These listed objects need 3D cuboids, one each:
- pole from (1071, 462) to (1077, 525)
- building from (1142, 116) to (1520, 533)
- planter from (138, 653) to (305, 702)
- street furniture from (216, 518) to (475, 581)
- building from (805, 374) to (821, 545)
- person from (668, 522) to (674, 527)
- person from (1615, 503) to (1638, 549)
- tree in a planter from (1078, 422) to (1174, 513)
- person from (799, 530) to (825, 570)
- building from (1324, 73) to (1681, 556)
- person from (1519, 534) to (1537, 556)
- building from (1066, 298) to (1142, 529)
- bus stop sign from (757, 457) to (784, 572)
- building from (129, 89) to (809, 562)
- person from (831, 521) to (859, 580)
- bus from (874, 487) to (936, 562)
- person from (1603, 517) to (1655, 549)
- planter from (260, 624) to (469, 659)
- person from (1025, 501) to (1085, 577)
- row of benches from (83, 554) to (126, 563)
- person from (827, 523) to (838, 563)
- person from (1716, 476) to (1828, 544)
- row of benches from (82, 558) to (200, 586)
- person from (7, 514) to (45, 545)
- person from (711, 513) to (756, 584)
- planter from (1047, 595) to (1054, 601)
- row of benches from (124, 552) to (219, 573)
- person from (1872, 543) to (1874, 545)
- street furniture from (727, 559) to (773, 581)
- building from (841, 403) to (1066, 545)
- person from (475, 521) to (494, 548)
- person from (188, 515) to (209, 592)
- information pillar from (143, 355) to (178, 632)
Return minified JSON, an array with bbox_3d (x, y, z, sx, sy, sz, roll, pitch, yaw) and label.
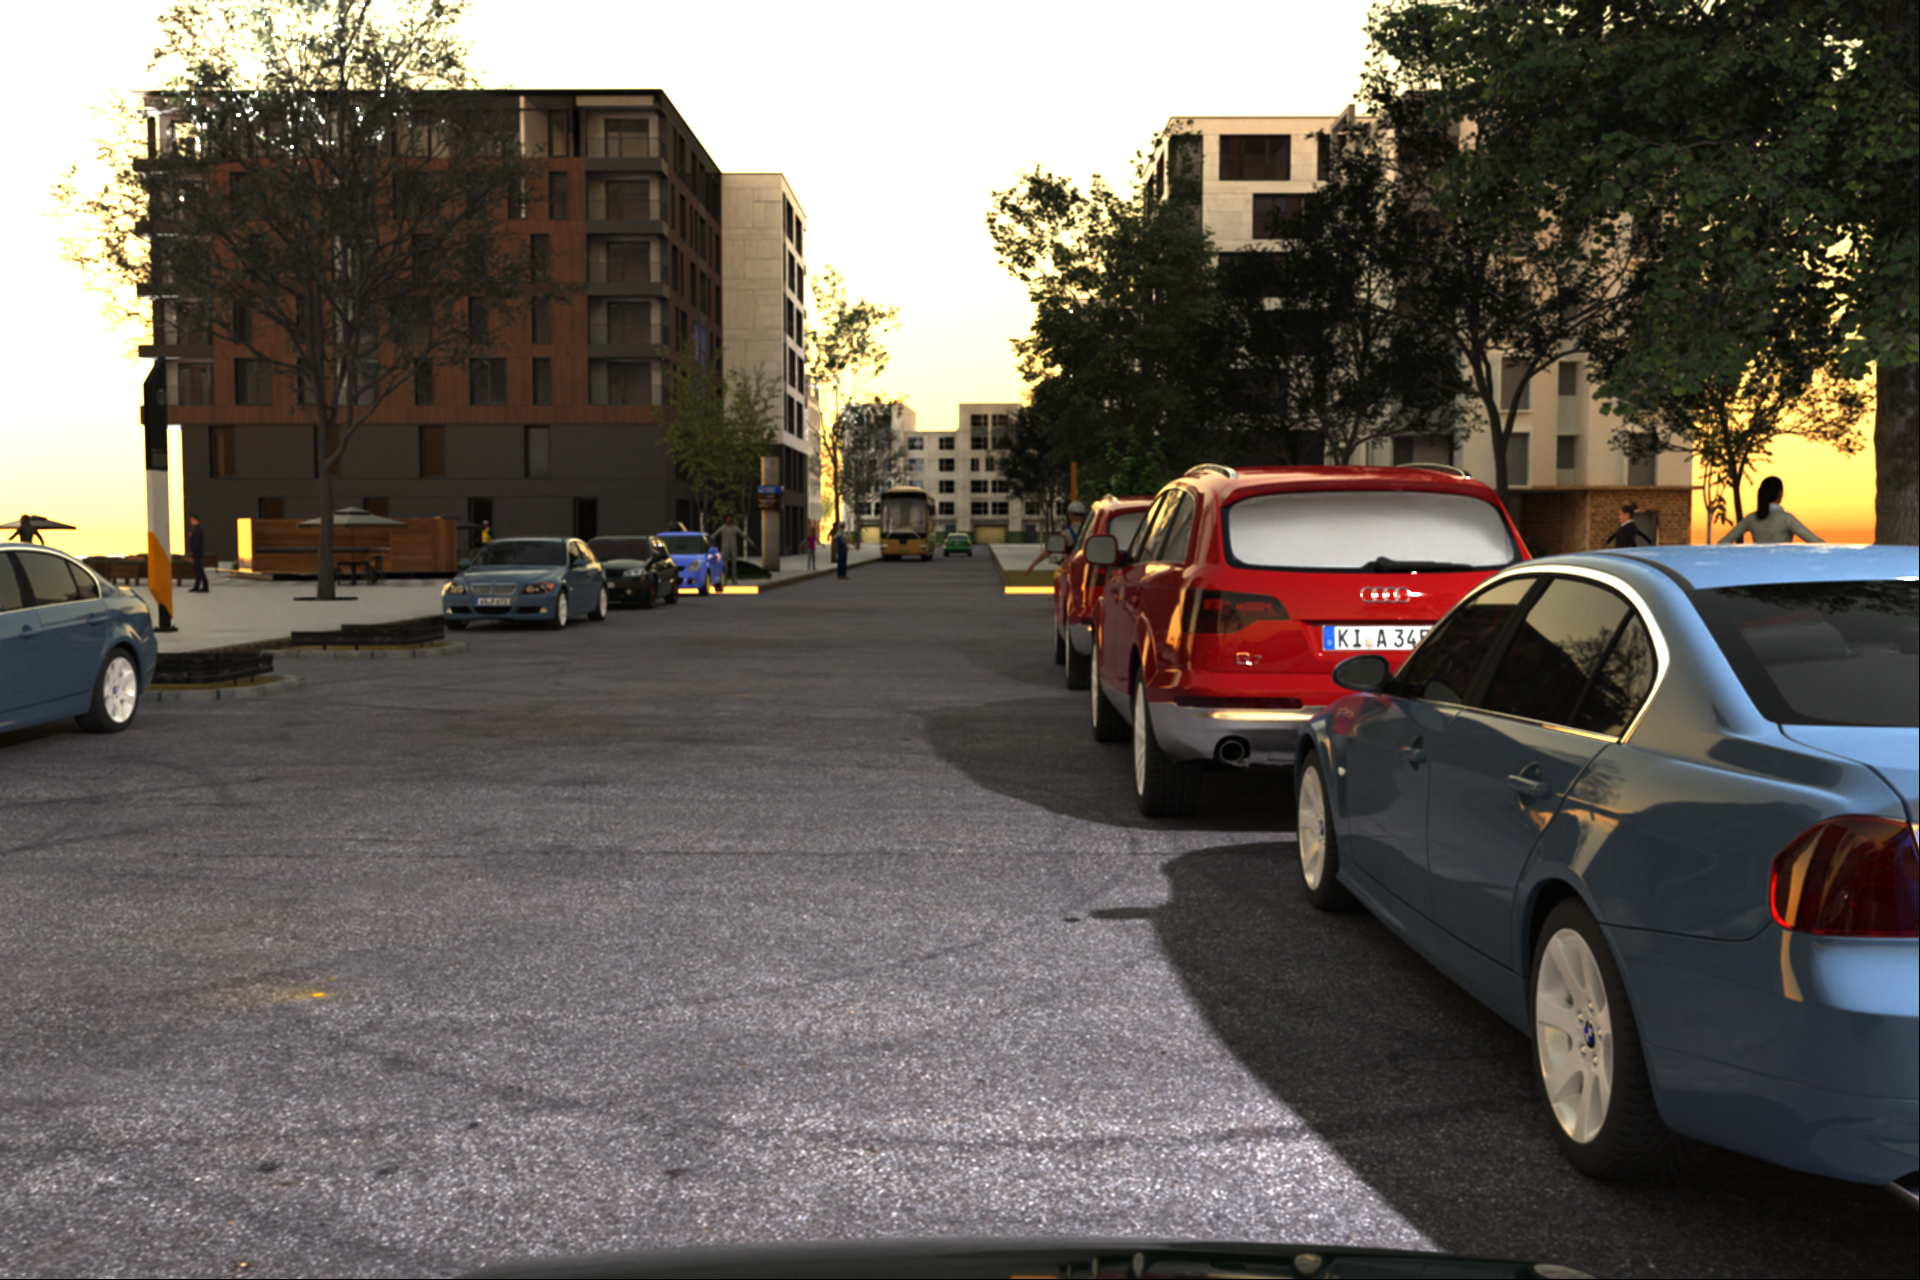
[{"bbox_3d":[3.229,-3.382,49.132,0.158,3.312,0.155,0,3,0],"label":"pole"},{"bbox_3d":[24.326,-15.742,101.356,27.936,21.610,32.646,0,4,0],"label":"building"},{"bbox_3d":[-7.130,0.331,15.729,1.991,0.319,1.994,0,4,1],"label":"planter"},{"bbox_3d":[-17.279,-2.783,52.357,9.812,1.723,11.010,-2,4,-33],"label":"street furniture"},{"bbox_3d":[-22.620,-21.336,205.266,16.016,20.090,11.380,0,4,0],"label":"building"},{"bbox_3d":[-13.029,-4.420,78.394,0.704,1.817,1.347,-3,4,-38],"label":"person"},{"bbox_3d":[9.464,-1.097,24.784,0.445,1.727,0.742,0,4,8],"label":"person"},{"bbox_3d":[2.803,-1.869,27.778,1.991,3.239,1.994,0,4,2],"label":"tree in a planter"},{"bbox_3d":[-5.273,-3.208,61.721,0.991,1.433,0.599,-2,4,-26],"label":"person"},{"bbox_3d":[21.763,-13.528,77.600,16.016,20.090,11.380,0,4,1],"label":"building"},{"bbox_3d":[9.033,-1.360,29.011,1.217,1.736,0.721,2,4,28],"label":"person"},{"bbox_3d":[24.046,-19.703,166.116,27.936,21.610,32.646,0,4,1],"label":"building"},{"bbox_3d":[-6.466,-4.285,59.083,0.837,3.901,0.837,0,4,0],"label":"bus stop sign"},{"bbox_3d":[-24.000,-15.431,96.265,27.936,21.610,32.646,0,4,1],"label":"building"},{"bbox_3d":[-3.698,-2.837,54.703,0.705,1.847,1.347,-3,5,-42],"label":"person"},{"bbox_3d":[-2.770,-6.241,93.582,2.896,3.916,12.252,0,4,1],"label":"bus"},{"bbox_3d":[16.352,-2.177,42.323,1.216,1.740,0.721,2,4,30],"label":"person"},{"bbox_3d":[-7.065,0.014,20.916,1.991,0.319,1.994,0,4,1],"label":"planter"},{"bbox_3d":[1.454,-0.830,21.881,1.347,1.847,0.705,-2,4,-27],"label":"person"},{"bbox_3d":[-27.496,-2.254,52.310,4.104,0.672,1.422,-1,4,-13],"label":"row of benches"},{"bbox_3d":[-5.583,-4.345,77.320,0.705,1.796,1.348,-3,4,-38],"label":"person"},{"bbox_3d":[6.369,-0.410,13.539,0.721,1.735,1.217,-3,5,-40],"label":"person"},{"bbox_3d":[-20.734,-1.714,43.484,4.104,0.672,1.422,2,4,24],"label":"row of benches"},{"bbox_3d":[-24.818,-2.438,45.995,0.705,1.813,1.348,1,4,20],"label":"person"},{"bbox_3d":[-5.899,-2.333,44.325,1.347,1.806,0.705,-1,4,-15],"label":"person"},{"bbox_3d":[2.905,-1.026,37.917,1.991,0.319,1.994,0,4,1],"label":"planter"},{"bbox_3d":[-26.474,-2.615,58.224,4.104,0.672,1.422,2,4,28],"label":"row of benches"},{"bbox_3d":[9.334,-0.644,17.345,0.721,1.737,1.217,0,4,-3],"label":"person"},{"bbox_3d":[-8.449,-2.250,52.411,5.734,0.657,10.072,0,4,-5],"label":"street furniture"},{"bbox_3d":[0.435,-22.692,239.934,31.486,18.905,16.747,0,4,5],"label":"building"},{"bbox_3d":[-19.363,-3.959,70.706,1.349,1.833,0.705,3,5,43],"label":"person"},{"bbox_3d":[-16.818,-1.910,38.193,0.530,1.710,0.541,0,4,-7],"label":"person"},{"bbox_3d":[-10.444,-1.909,22.562,0.183,3.616,0.504,0,4,1],"label":"information pillar"}]
